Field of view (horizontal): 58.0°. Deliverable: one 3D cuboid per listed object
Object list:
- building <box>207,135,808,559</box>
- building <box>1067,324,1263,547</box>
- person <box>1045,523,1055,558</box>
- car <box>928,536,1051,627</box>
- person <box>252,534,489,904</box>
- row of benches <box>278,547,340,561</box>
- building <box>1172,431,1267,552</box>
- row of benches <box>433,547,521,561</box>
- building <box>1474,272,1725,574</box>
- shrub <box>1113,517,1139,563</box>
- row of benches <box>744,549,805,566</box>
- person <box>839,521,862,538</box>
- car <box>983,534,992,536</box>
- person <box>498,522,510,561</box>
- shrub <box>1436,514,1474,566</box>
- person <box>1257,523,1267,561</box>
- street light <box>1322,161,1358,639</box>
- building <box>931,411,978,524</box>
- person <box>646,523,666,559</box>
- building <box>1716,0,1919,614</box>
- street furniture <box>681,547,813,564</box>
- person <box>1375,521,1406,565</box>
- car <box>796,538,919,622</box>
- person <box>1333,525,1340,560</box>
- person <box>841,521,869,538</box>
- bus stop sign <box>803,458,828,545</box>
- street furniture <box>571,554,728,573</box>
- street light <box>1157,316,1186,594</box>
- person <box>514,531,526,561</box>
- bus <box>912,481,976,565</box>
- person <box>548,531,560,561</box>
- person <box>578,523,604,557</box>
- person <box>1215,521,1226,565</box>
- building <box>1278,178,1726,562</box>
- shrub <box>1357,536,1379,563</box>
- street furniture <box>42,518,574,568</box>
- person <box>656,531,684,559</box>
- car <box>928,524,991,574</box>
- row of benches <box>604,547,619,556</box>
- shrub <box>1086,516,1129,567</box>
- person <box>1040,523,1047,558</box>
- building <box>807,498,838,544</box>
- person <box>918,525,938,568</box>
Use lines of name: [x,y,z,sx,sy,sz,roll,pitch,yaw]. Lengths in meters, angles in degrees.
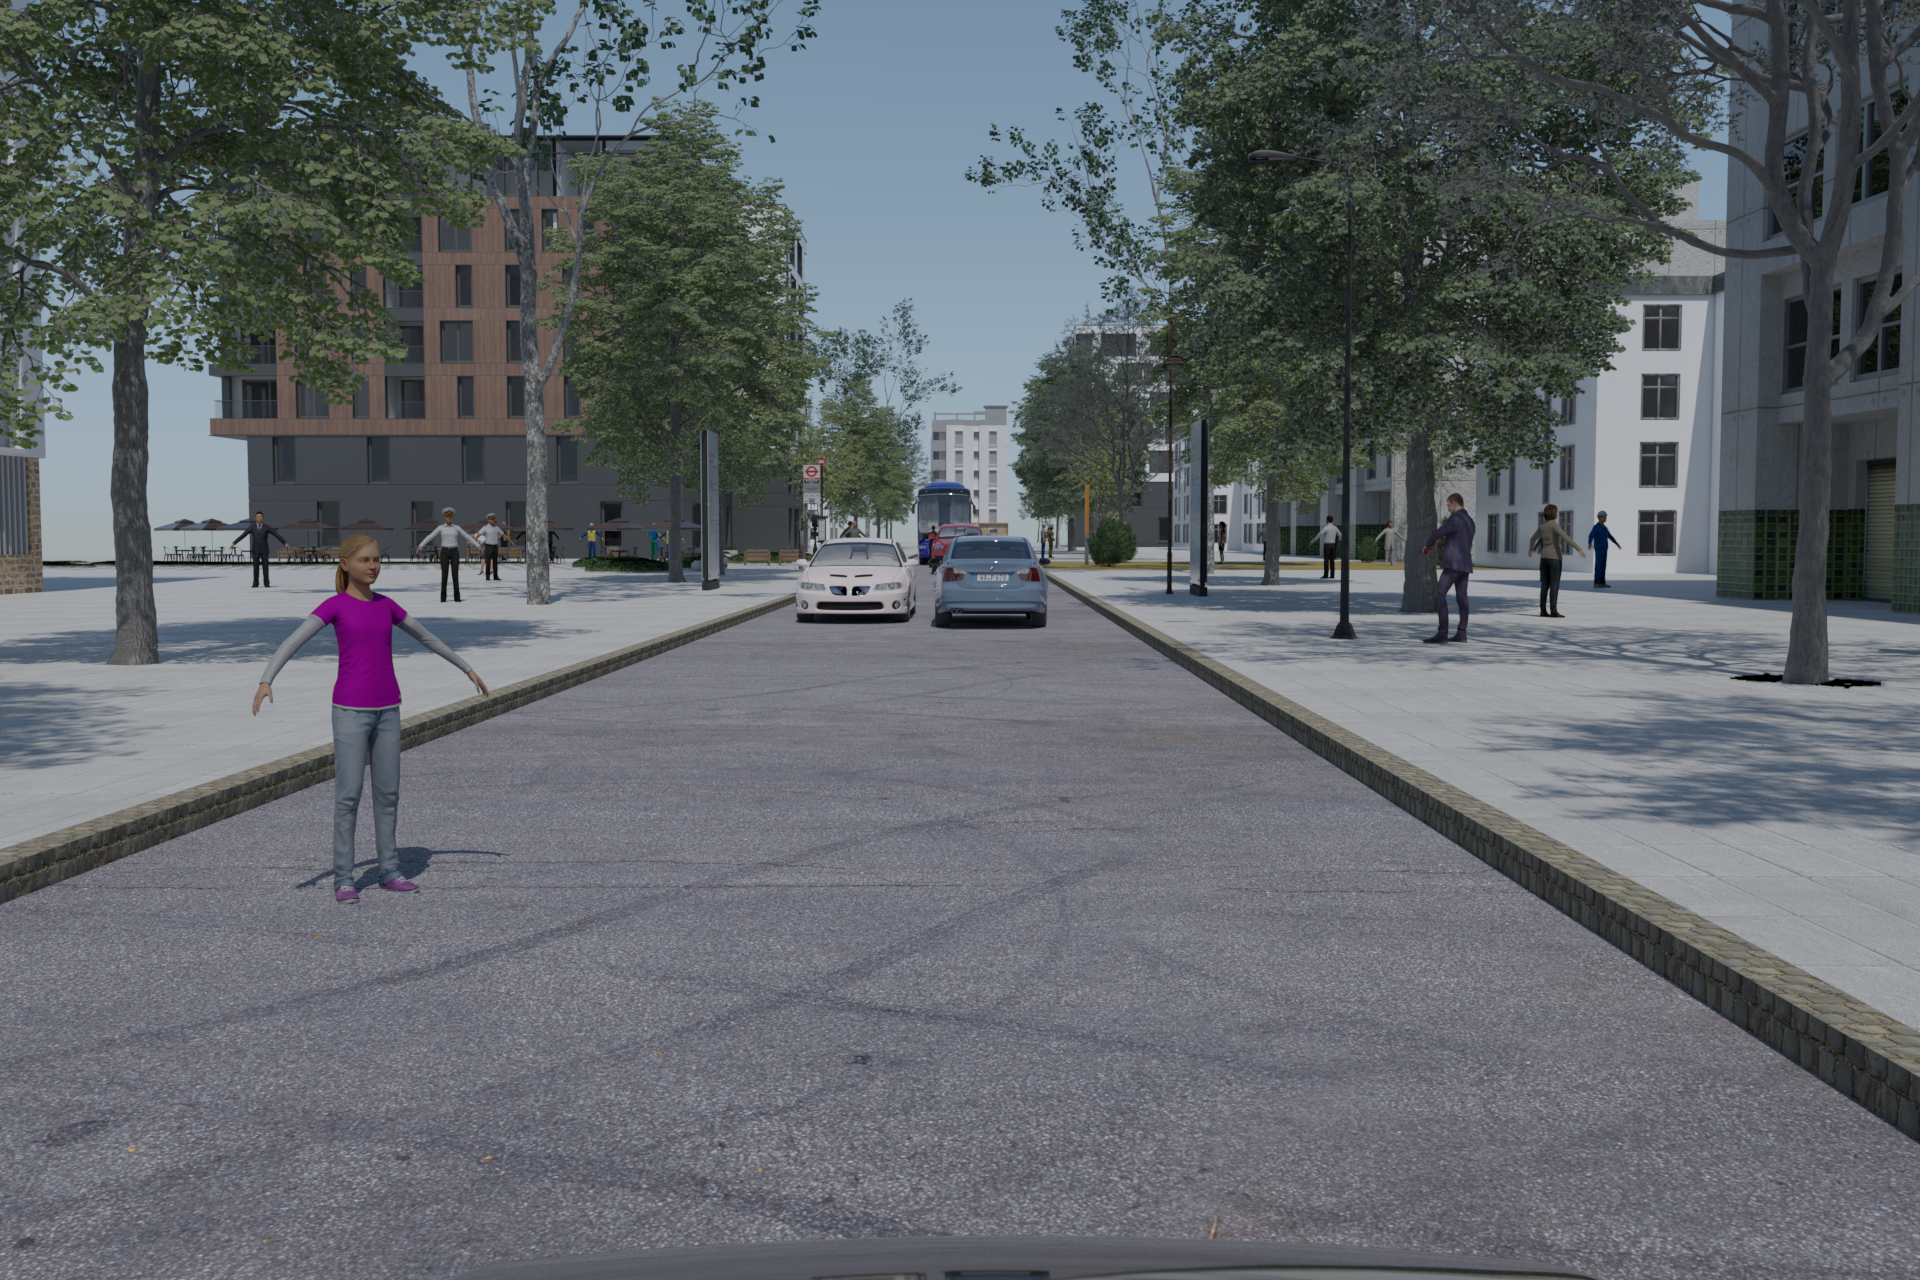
building: [-24.727,-15.987,105.357,27.936,21.610,32.646,0,4,0]
building: [25.317,-20.869,185.183,27.936,21.610,32.646,0,4,0]
person: [4.923,-5.359,93.383,0.705,1.858,1.354,0,4,-4]
car: [0.484,-0.977,27.973,2.014,1.417,4.499,0,4,0]
person: [-2.305,0.301,6.806,0.599,1.433,0.991,3,5,42]
row of benches: [-29.978,-3.980,80.532,4.104,0.672,1.422,2,4,26]
building: [22.263,-11.671,132.966,9.099,9.664,28.070,0,4,1]
row of benches: [-22.680,-4.015,81.102,4.104,0.672,1.422,-2,4,-25]
building: [25.207,-6.995,56.512,9.099,9.664,28.070,0,4,1]
shrub: [7.142,-4.436,76.940,1.690,2.028,1.600,0,3,0]
row of benches: [-6.993,-3.409,71.199,4.104,0.672,1.422,-1,4,-10]
person: [-4.379,-3.866,69.344,1.346,1.812,0.704,2,4,33]
car: [0.702,-3.588,70.456,2.131,1.459,4.920,0,4,0]
person: [-21.960,-4.742,83.315,0.705,1.856,1.354,1,4,15]
shrub: [18.176,-3.681,64.218,1.661,2.075,1.752,0,3,0]
person: [14.655,-4.681,82.658,0.705,1.813,1.348,-3,4,-37]
street light: [5.268,-2.971,21.117,1.470,5.913,1.316,0,4,0]
building: [-4.057,-24.440,258.467,11.380,20.090,16.016,0,4,6]
person: [-14.810,-4.769,84.094,1.347,1.817,0.704,3,4,37]
building: [23.589,-9.322,18.874,16.747,18.905,31.486,0,4,1]
street furniture: [-9.441,-3.835,78.329,5.734,0.657,10.072,0,4,8]
person: [17.560,-3.947,70.713,1.347,1.806,0.705,0,4,-4]
car: [-1.725,-1.064,29.755,2.083,1.381,4.827,0,4,1]
person: [18.546,-4.819,85.513,0.721,1.740,1.216,2,4,32]
person: [-4.085,-3.724,67.155,1.348,1.796,0.705,-1,4,-11]
bus stop sign: [-5.072,-4.419,60.952,0.855,3.939,0.416,0,4,1]
street furniture: [-11.067,-2.843,62.107,5.734,0.657,10.072,-1,4,-12]
street light: [4.478,-3.919,36.870,0.468,5.910,1.993,0,4,1]
person: [-19.975,-4.531,80.274,1.347,1.806,0.705,0,4,-8]
bus: [-0.710,-5.687,84.536,2.896,3.916,12.251,0,4,0]
person: [-19.540,-4.666,82.222,0.705,1.837,1.347,3,5,45]
person: [-18.716,-5.018,88.018,1.349,1.833,0.705,0,4,7]
person: [10.934,-4.062,72.556,0.704,1.843,1.345,0,4,-4]
building: [28.236,-13.960,94.710,16.747,18.905,31.486,0,4,0]
shrub: [18.222,-4.052,77.366,1.383,1.207,1.383,0,3,0]
street furniture: [-30.804,-4.044,71.151,27.439,1.986,14.083,0,4,7]
person: [-12.088,-4.028,72.315,1.216,1.772,0.721,0,4,7]
car: [0.002,-3.328,63.082,2.281,1.827,5.304,0,4,0]
row of benches: [-16.441,-4.062,81.872,1.422,0.672,4.104,-1,4,-13]
shrub: [5.753,-3.858,67.494,1.690,2.028,1.600,0,3,0]
person: [4.182,-4.921,86.308,0.705,1.847,1.347,0,4,5]
building: [-20.470,-17.510,228.440,9.099,9.664,28.070,0,4,1]
person: [-1.127,-3.973,73.639,1.346,1.802,0.704,0,4,3]
